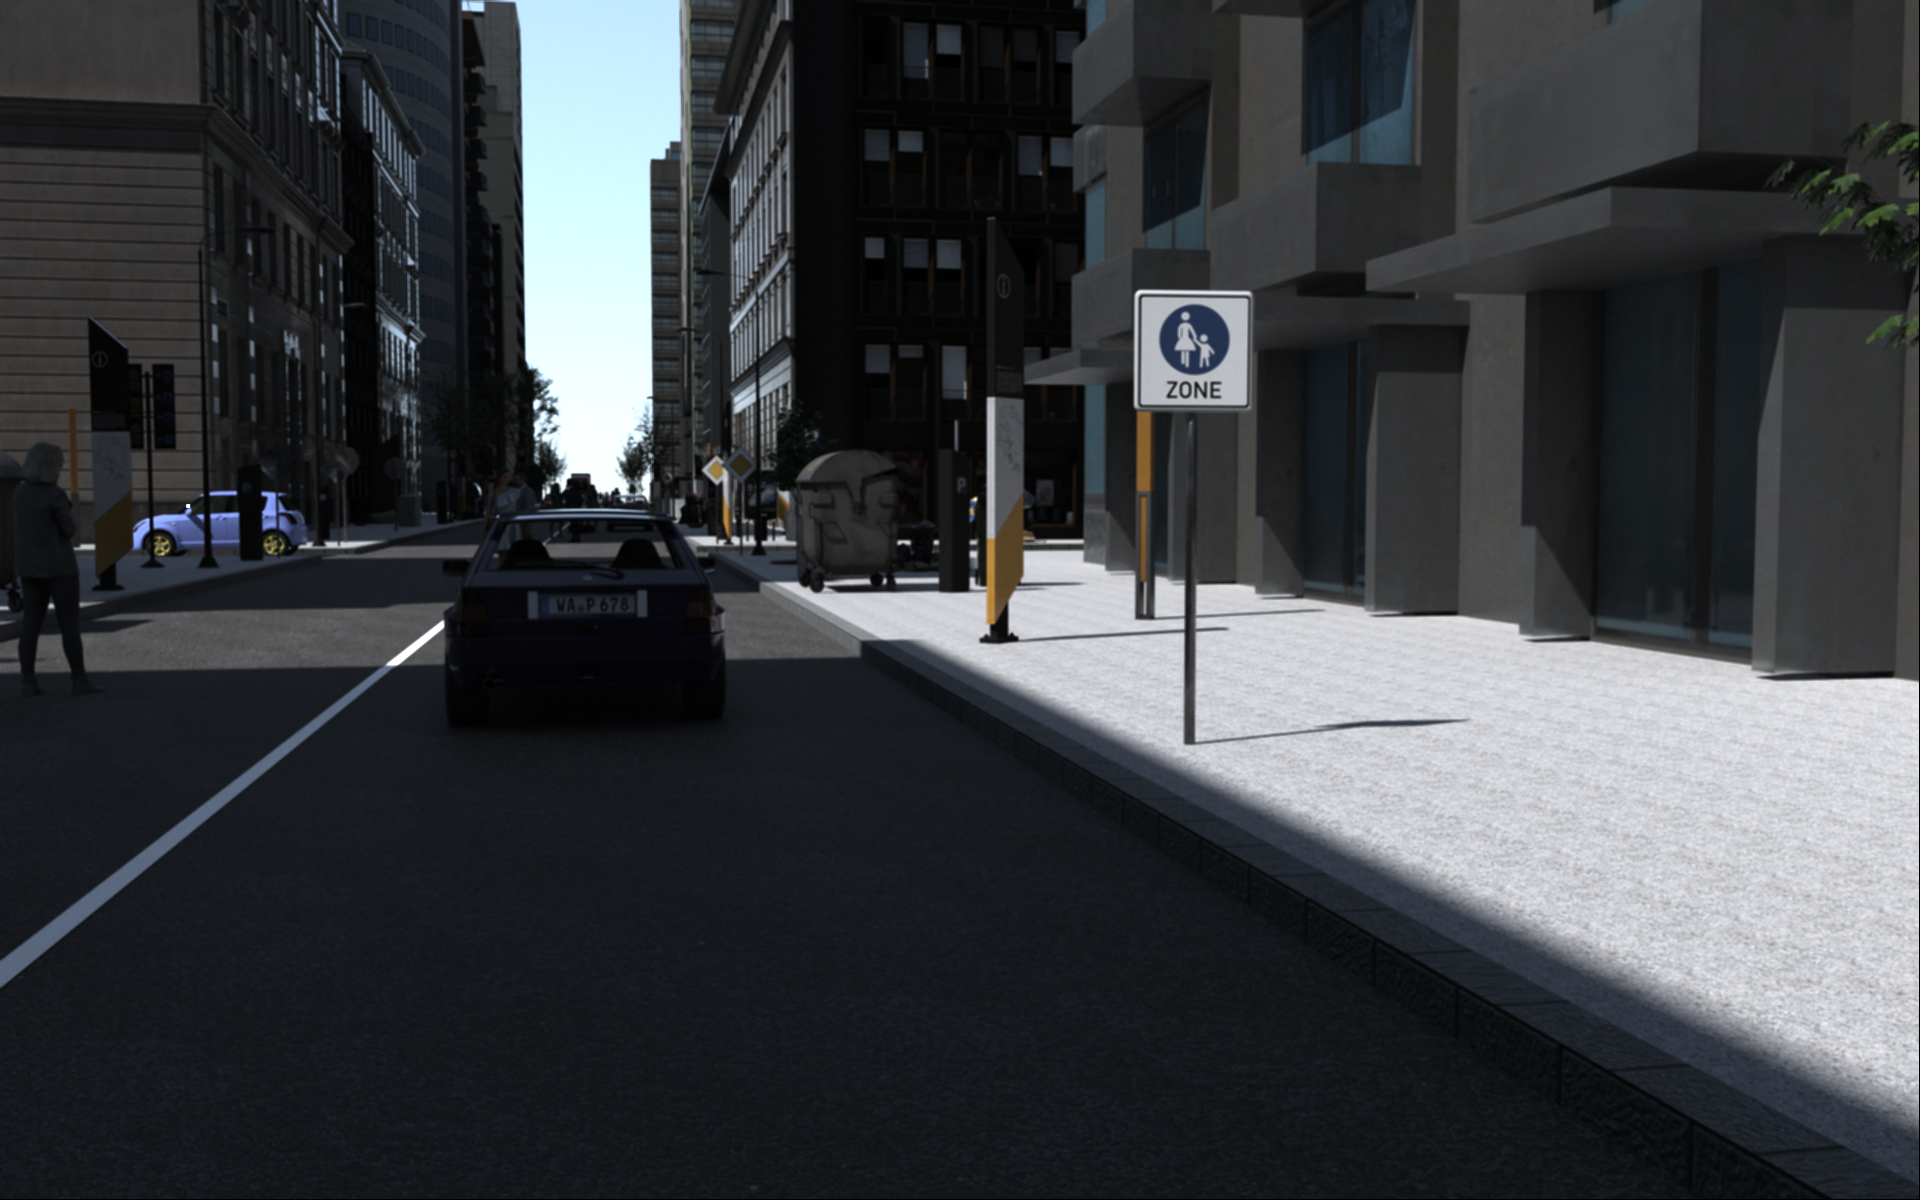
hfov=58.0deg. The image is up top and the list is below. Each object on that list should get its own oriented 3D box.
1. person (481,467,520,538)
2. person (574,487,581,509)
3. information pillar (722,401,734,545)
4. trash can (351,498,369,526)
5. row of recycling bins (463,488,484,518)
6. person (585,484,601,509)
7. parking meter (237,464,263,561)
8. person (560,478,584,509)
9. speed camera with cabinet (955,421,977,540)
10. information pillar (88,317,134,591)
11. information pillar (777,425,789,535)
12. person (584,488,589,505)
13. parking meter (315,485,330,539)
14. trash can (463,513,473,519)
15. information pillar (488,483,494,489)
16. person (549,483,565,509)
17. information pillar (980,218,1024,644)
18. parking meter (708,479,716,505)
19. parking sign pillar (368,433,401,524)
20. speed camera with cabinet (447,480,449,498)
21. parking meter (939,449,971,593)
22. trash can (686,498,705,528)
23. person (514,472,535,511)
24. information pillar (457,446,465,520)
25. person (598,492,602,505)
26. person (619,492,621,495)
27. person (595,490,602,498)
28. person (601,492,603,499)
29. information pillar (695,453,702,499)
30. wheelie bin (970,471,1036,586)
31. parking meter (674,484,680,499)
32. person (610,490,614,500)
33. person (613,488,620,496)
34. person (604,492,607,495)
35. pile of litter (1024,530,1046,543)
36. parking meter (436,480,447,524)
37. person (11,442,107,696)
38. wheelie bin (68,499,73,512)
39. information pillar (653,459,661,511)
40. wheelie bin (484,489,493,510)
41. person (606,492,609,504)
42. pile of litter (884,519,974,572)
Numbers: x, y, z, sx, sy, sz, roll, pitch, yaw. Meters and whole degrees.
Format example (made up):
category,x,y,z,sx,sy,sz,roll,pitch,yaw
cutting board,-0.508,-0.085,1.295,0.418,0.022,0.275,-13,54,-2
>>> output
category,x,y,z,sx,sy,sz,roll,pitch,yaw
person,-6.460,-0.968,24.427,0.616,1.811,0.778,-2,4,-28
person,-22.304,-5.631,100.549,0.794,1.824,0.713,-2,4,-23
information pillar,-5.869,-3.199,43.665,0.183,3.616,0.504,-2,4,-23
trash can,-24.382,-3.594,70.419,0.748,1.137,0.748,0,3,0
row of recycling bins,-26.063,-5.242,92.822,1.069,1.692,3.534,-1,4,-21
person,-13.742,-3.427,64.773,0.529,1.795,0.600,3,5,40
parking meter,-13.737,-1.700,33.504,0.399,1.863,0.255,0,4,5
person,-11.566,-2.675,51.593,0.474,1.900,0.648,3,4,38
speed camera with cabinet,0.495,-3.226,47.087,2.038,3.252,0.660,-1,4,-20
information pillar,-11.274,-1.935,22.984,0.504,3.616,0.183,0,4,-2
information pillar,-5.468,-3.843,54.196,0.504,3.616,0.183,2,4,25
person,-24.836,-6.556,115.552,0.638,1.841,0.748,2,4,28
parking meter,-18.126,-2.497,49.232,0.372,1.533,0.369,0,3,0
trash can,-25.266,-4.718,88.785,0.748,1.137,0.748,0,3,0
information pillar,-31.021,-6.745,114.773,0.304,2.012,0.304,2,4,28
person,-12.964,-2.869,55.663,0.529,1.795,0.600,2,4,34
information pillar,0.386,-1.445,14.973,0.183,3.616,0.504,2,4,34
parking meter,-8.268,-3.213,58.248,0.399,1.863,0.255,3,5,41
parking sign pillar,-25.151,-5.331,75.633,1.447,3.967,1.447,-3,4,-38
speed camera with cabinet,-31.846,-7.096,110.352,2.038,3.252,0.660,-3,5,-44
parking meter,-0.069,-1.036,22.645,0.255,1.863,0.399,3,5,40
trash can,-10.063,-3.318,65.905,0.748,1.137,0.748,0,3,0
person,-7.551,-1.307,29.984,0.853,1.813,0.709,-3,5,-40
information pillar,-24.201,-5.668,84.033,0.504,3.616,0.183,3,4,39
person,-49.072,-13.847,235.609,1.217,1.736,0.721,3,4,36
person,-44.245,-13.178,224.756,0.445,1.727,0.742,-2,4,-30
person,-36.129,-9.999,171.990,1.348,1.824,0.705,0,4,7
person,-53.883,-15.345,259.925,0.750,1.759,0.617,2,4,28
information pillar,-15.072,-6.630,99.754,0.183,3.616,0.504,3,5,43
wheelie bin,0.572,-0.996,24.200,0.980,1.594,0.693,0,4,-3
parking meter,-17.010,-6.006,103.912,0.399,1.863,0.255,-1,4,-13
person,-29.109,-8.344,145.639,0.721,1.735,1.217,2,4,23
person,-21.348,-6.069,107.699,0.573,1.828,0.580,-3,5,-44
person,-54.641,-15.809,266.960,1.348,1.826,0.705,0,4,8
pile of litter,1.493,-1.945,45.764,1.719,0.858,1.176,0,4,-3
parking meter,-22.118,-4.172,73.922,0.399,1.863,0.255,1,4,19
person,-6.530,-0.230,12.446,0.537,1.800,0.526,2,4,28
wheelie bin,-15.064,-1.268,28.642,0.693,1.594,0.980,-2,4,-30
information pillar,-20.365,-7.643,116.319,0.504,3.616,0.183,-2,4,-34
wheelie bin,-28.521,-5.973,105.573,0.980,1.594,0.693,-2,4,-27
person,-43.961,-12.622,215.580,0.721,1.736,1.217,0,4,-2
pile of litter,-0.586,-0.916,28.948,1.719,0.858,1.176,1,4,12
